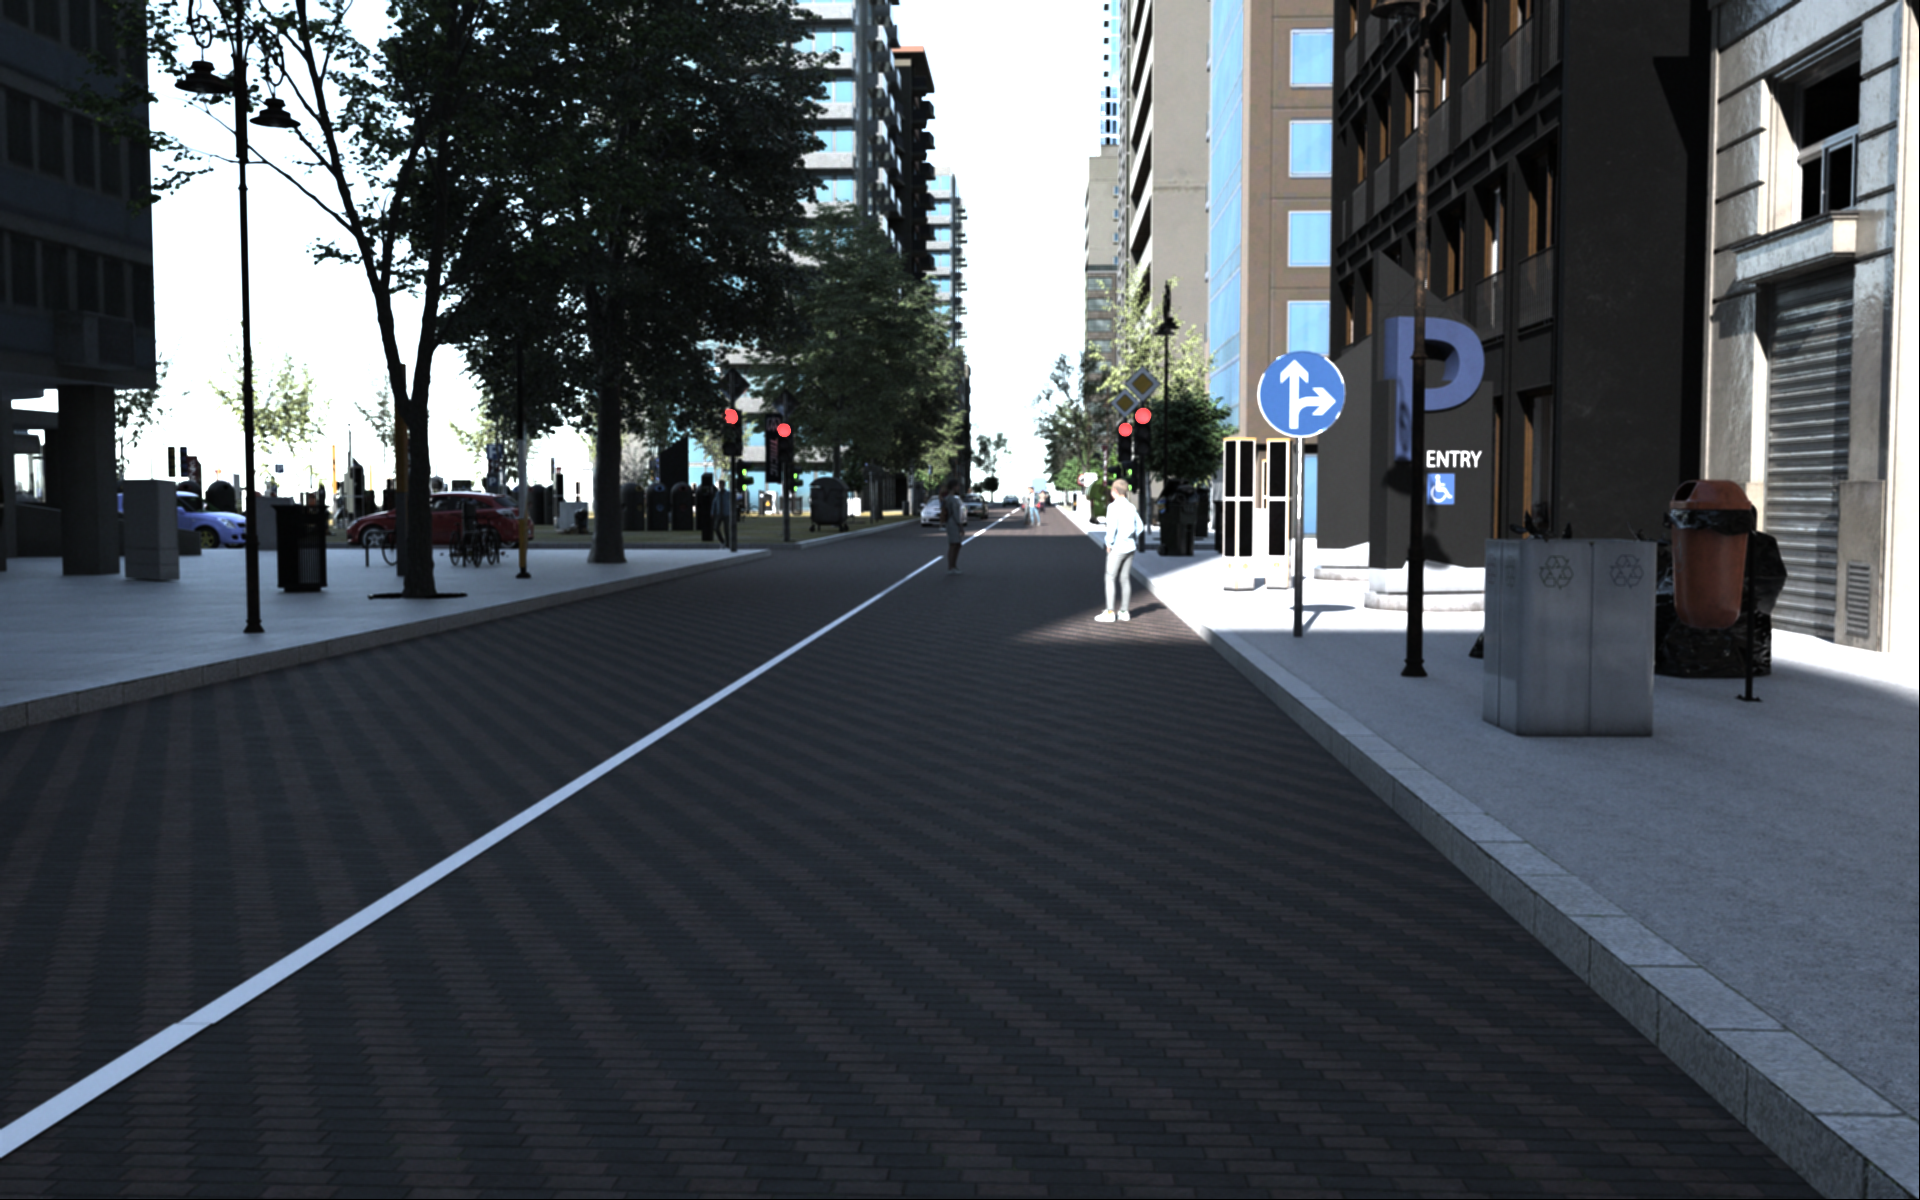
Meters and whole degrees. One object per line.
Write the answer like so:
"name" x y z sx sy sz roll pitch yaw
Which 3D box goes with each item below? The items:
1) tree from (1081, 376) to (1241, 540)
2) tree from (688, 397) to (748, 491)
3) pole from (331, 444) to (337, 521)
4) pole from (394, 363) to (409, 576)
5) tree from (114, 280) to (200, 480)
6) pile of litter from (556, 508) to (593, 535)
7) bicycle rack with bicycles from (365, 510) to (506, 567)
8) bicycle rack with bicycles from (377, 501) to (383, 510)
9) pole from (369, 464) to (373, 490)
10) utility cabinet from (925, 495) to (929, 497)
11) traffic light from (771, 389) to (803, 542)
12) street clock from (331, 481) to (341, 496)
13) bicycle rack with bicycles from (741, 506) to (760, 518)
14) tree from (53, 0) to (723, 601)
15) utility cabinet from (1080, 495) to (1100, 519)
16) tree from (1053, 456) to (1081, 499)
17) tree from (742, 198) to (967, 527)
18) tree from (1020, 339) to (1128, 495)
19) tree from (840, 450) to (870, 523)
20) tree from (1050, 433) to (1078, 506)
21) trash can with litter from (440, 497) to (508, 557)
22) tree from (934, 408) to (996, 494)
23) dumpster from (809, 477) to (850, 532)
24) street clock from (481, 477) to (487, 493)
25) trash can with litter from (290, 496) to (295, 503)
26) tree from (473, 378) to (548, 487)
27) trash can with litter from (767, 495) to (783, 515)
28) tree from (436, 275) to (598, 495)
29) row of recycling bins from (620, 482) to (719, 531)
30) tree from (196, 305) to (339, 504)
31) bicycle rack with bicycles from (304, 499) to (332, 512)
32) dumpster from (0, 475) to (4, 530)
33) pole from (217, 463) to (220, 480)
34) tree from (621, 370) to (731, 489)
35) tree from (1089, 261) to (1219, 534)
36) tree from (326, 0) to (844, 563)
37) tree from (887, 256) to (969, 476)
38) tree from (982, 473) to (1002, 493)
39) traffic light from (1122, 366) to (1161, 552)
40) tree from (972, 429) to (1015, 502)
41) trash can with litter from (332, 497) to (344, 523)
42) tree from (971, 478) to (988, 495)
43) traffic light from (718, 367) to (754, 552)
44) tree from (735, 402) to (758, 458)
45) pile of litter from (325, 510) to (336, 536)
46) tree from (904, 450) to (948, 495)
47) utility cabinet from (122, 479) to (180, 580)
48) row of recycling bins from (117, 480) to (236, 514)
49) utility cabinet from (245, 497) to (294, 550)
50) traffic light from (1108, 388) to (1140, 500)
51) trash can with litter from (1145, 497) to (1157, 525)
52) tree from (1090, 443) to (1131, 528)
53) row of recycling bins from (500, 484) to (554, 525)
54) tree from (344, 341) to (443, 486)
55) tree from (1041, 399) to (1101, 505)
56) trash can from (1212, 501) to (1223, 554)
"tree" 6.214 -3.970 48.622 4.285 4.588 4.351 0 3 0
"tree" -14.396 -9.337 103.019 4.360 8.622 3.978 0 3 0
"pole" -25.646 -4.719 70.993 0.158 3.312 0.155 0 3 0
"pole" -8.726 -2.033 27.077 0.158 3.312 0.155 0 3 0
"tree" -27.989 -6.592 58.141 4.360 8.622 3.978 0 3 0
"pile of litter" -12.359 -2.539 55.475 1.176 0.858 1.719 -1 4 -15
"bicycle rack with bicycles" -9.427 -1.118 31.659 2.852 0.926 2.925 0 4 5
"bicycle rack with bicycles" -30.759 -4.777 91.482 2.852 0.926 2.925 -2 4 -29
"pole" -40.274 -7.619 118.409 0.158 3.312 0.155 0 3 0
"utility cabinet" -2.553 -6.574 118.643 0.306 1.237 1.020 3 4 36
"traffic light" -4.646 -3.517 46.428 0.839 4.253 0.868 0 4 3
"street clock" -33.969 -5.487 94.288 0.471 2.002 0.358 -3 5 -44
"bicycle rack with bicycles" -12.270 -4.906 93.600 2.925 0.926 2.852 0 3 0
"tree" -6.751 -5.822 20.944 9.928 11.665 9.643 0 3 0
"utility cabinet" 6.614 -4.696 87.937 1.020 1.237 0.306 -1 4 -19
"tree" 9.318 -9.060 131.837 4.285 4.588 4.351 0 3 0
"tree" -4.373 -9.105 66.994 7.486 12.596 7.792 0 3 0
"tree" 7.606 -10.328 103.278 8.767 10.594 7.601 1 4 9
"tree" -4.702 -4.987 76.142 1.663 3.219 1.824 0 3 0
"tree" 11.808 -14.872 193.526 4.360 8.622 3.978 0 3 0
"trash can with litter" -10.043 -1.543 36.280 1.678 1.210 2.233 0 4 3
"tree" 0.464 -15.513 188.048 7.601 10.594 8.767 0 4 7
"dumpster" -4.467 -3.262 59.089 1.264 1.857 1.865 0 4 3
"street clock" -20.370 -4.284 74.610 0.471 2.002 0.358 2 4 27
"trash can with litter" -47.159 -6.731 121.440 1.055 1.170 0.624 1 4 12
"tree" -26.413 -9.227 101.230 4.360 8.622 3.978 0 3 0
"trash can with litter" -11.292 -5.859 106.852 1.678 1.210 2.233 2 4 27
"tree" -13.057 -6.117 50.371 4.737 8.622 4.395 0 3 0
"row of recycling bins" -10.242 -3.295 60.990 3.534 1.692 1.069 -2 4 -24
"tree" -27.812 -7.218 68.379 4.737 8.622 4.395 0 3 0
"bicycle rack with bicycles" -42.919 -6.337 116.999 2.852 0.926 2.925 -2 4 -24
"dumpster" -6.847 -0.463 10.066 1.502 2.255 1.985 0 4 3
"pole" -47.974 -7.238 112.182 0.158 3.312 0.155 0 3 0
"tree" -14.198 -8.076 82.402 4.737 8.622 4.395 0 3 0
"tree" 6.011 -6.374 54.583 4.737 8.622 4.395 0 3 0
"tree" -6.629 -7.677 32.174 9.857 13.997 8.962 0 3 0
"tree" -4.291 -11.087 87.934 9.857 13.997 8.962 0 3 0
"tree" 4.875 -17.367 267.655 4.285 4.588 4.351 0 3 0
"traffic light" 3.979 -3.004 38.043 0.839 4.253 0.868 0 4 3
"tree" 5.199 -21.467 276.737 9.928 11.665 9.643 0 3 0
"trash can with litter" -26.299 -3.807 73.632 0.624 1.170 1.055 0 4 -4
"tree" 2.043 -13.559 216.295 1.663 3.219 1.824 0 3 0
"traffic light" -5.023 -3.029 38.451 0.839 4.253 0.868 0 4 3
"tree" -15.321 -9.787 110.381 4.737 8.622 4.395 0 3 0
"pile of litter" -19.996 -2.430 53.692 1.176 0.858 1.719 -2 4 -24
"tree" -2.543 -8.838 128.211 4.285 4.588 4.351 0 3 0
"utility cabinet" -12.044 -1.047 25.800 1.173 1.500 0.318 3 5 42
"row of recycling bins" -23.309 -2.694 51.166 3.534 1.692 1.069 -1 4 -23
"utility cabinet" -15.799 -1.744 39.675 1.020 1.237 0.306 0 4 0
"traffic light" 4.356 -3.492 46.020 0.839 4.253 0.868 0 4 3
"trash can with litter" 7.856 -3.671 71.405 0.624 1.170 1.055 -1 4 -18
"tree" 5.965 -4.357 65.842 1.663 3.219 1.824 0 3 0
"row of recycling bins" -18.217 -4.037 73.112 3.534 1.692 1.069 2 4 26
"tree" -27.465 -8.147 83.565 4.360 8.622 3.978 0 3 0
"tree" 13.078 -17.600 205.889 7.486 12.596 7.792 0 3 0
"trash can" 5.804 -1.572 37.361 0.748 1.137 0.748 0 3 0
